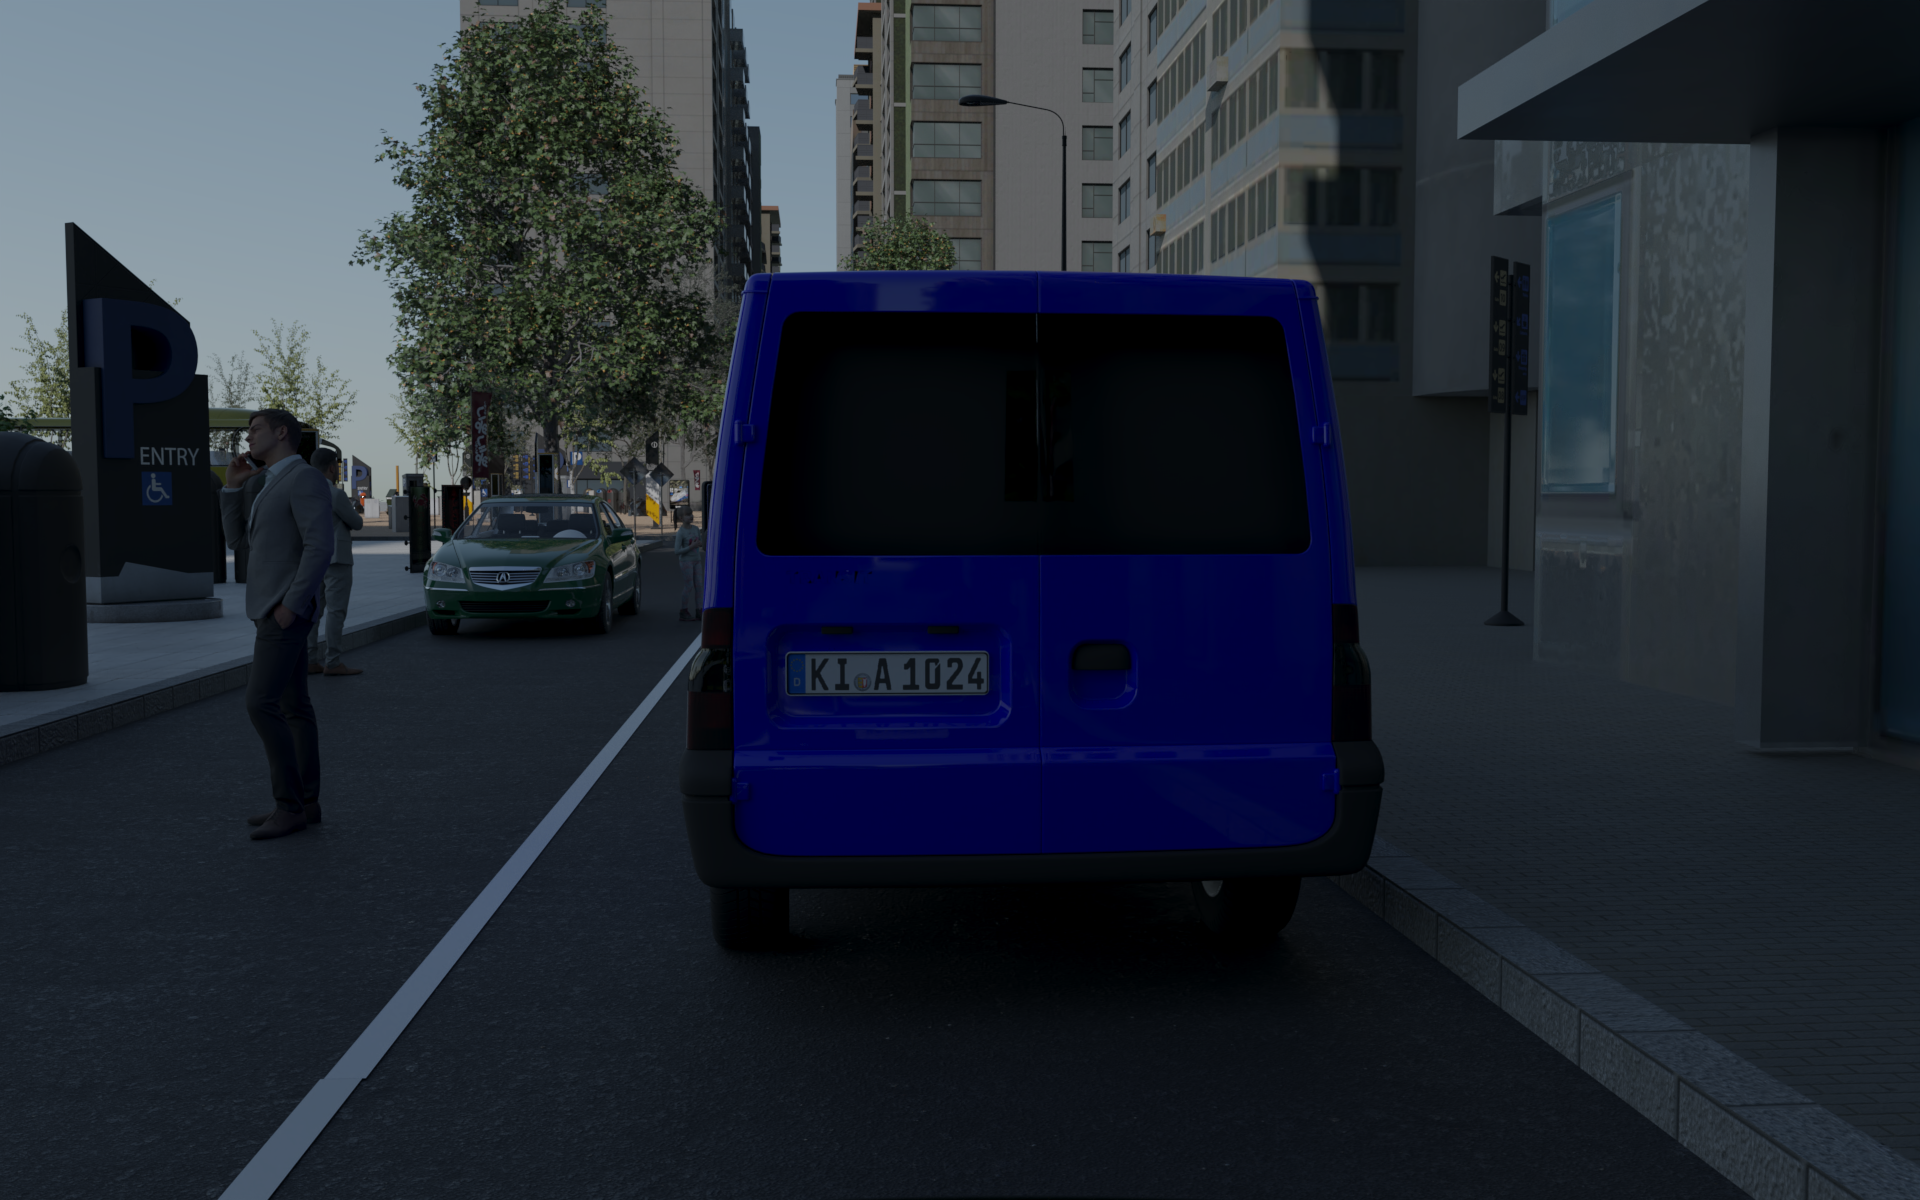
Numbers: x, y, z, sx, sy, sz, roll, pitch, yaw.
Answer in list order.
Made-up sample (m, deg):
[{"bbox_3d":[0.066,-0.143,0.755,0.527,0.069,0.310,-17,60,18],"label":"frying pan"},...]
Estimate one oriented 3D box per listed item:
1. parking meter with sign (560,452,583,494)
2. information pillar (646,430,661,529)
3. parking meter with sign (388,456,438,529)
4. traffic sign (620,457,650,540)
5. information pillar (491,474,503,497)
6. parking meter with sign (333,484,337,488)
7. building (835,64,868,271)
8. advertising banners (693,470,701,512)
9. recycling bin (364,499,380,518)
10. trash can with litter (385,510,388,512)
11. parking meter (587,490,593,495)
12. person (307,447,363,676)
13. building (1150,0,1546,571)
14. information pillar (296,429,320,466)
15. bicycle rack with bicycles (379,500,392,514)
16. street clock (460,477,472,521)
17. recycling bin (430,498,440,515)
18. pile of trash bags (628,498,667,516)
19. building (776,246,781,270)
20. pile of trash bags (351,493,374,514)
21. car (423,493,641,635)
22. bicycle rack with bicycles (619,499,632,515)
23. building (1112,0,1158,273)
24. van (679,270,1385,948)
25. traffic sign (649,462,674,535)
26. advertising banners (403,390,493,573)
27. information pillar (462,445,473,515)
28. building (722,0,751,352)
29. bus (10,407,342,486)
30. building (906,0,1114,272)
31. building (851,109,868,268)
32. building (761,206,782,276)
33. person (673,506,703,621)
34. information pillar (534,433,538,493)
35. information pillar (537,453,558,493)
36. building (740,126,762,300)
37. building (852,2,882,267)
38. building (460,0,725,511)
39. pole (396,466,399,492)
[{"bbox_3d":[-16.282,-4.619,71.775,0.543,3.016,1.738,-3,5,-40],"label":"parking meter with sign"},{"bbox_3d":[-11.147,-4.375,62.882,0.504,3.616,0.183,0,4,2],"label":"information pillar"},{"bbox_3d":[-20.284,-4.154,64.173,1.738,3.016,0.543,-3,4,-39],"label":"parking meter with sign"},{"bbox_3d":[-8.726,-2.620,46.486,0.795,2.450,0.064,0,4,-5],"label":"traffic sign"},{"bbox_3d":[-16.602,-3.524,62.115,0.304,2.012,0.304,1,4,9],"label":"information pillar"},{"bbox_3d":[-35.426,-6.199,97.606,0.543,3.016,1.738,1,4,11],"label":"parking meter with sign"},{"bbox_3d":[-6.962,-43.018,245.338,21.231,58.520,28.212,0,4,-5],"label":"building"},{"bbox_3d":[-18.286,-7.902,125.381,2.074,3.025,0.090,0,4,1],"label":"advertising banners"},{"bbox_3d":[-31.144,-4.842,91.717,0.722,1.027,0.722,-1,4,-22],"label":"recycling bin"},{"bbox_3d":[-38.897,-6.570,118.804,0.624,1.170,1.055,3,4,38],"label":"trash can with litter"},{"bbox_3d":[-24.943,-6.624,116.717,0.372,1.533,0.369,0,3,0],"label":"parking meter"},{"bbox_3d":[-4.979,-0.313,13.796,0.511,1.800,0.466,1,4,19],"label":"person"},{"bbox_3d":[17.373,-21.030,35.728,32.217,40.220,23.993,0,4,-5],"label":"building"},{"bbox_3d":[-7.394,-0.925,19.612,0.304,2.012,0.304,-1,4,-20],"label":"information pillar"},{"bbox_3d":[-33.422,-5.398,101.633,2.852,0.926,2.925,-1,4,-22],"label":"bicycle rack with bicycles"},{"bbox_3d":[-20.386,-4.097,71.549,0.471,2.002,0.358,-2,4,-27],"label":"street clock"},{"bbox_3d":[-31.896,-5.666,105.188,0.722,1.027,0.722,0,4,6],"label":"recycling bin"},{"bbox_3d":[-17.471,-5.545,100.412,3.447,1.369,1.912,-1,4,-19],"label":"pile of trash bags"},{"bbox_3d":[-35.720,-36.258,276.408,14.154,41.232,14.086,0,4,-5],"label":"building"},{"bbox_3d":[-39.168,-6.356,113.669,1.912,1.369,3.447,-1,4,-20],"label":"pile of trash bags"},{"bbox_3d":[-4.629,-0.455,19.229,2.131,1.459,4.920,0,4,-4],"label":"car"},{"bbox_3d":[-24.036,-6.793,124.448,2.925,0.926,2.852,-1,4,-12],"label":"bicycle rack with bicycles"},{"bbox_3d":[3.283,-41.202,111.904,20.563,71.187,20.611,0,4,-5],"label":"building"},{"bbox_3d":[-0.027,-0.172,7.193,2.240,2.365,5.245,0,4,-5],"label":"van"},{"bbox_3d":[-9.377,-3.107,54.445,0.795,2.450,0.064,0,4,-5],"label":"traffic sign"},{"bbox_3d":[-8.463,-1.994,28.794,0.090,3.025,2.074,2,4,27],"label":"advertising banners"},{"bbox_3d":[-23.304,-5.543,81.980,0.504,3.616,0.183,1,4,17],"label":"information pillar"},{"bbox_3d":[-31.171,-33.258,163.378,23.786,49.044,30.456,0,4,-5],"label":"building"},{"bbox_3d":[-24.310,-3.544,49.498,12.252,3.916,2.896,0,4,-4],"label":"bus"},{"bbox_3d":[4.303,-19.065,83.418,14.160,30.474,14.107,0,4,-5],"label":"building"},{"bbox_3d":[-5.405,-33.520,198.158,14.600,45.320,14.200,0,4,-5],"label":"building"},{"bbox_3d":[-37.329,-36.700,254.662,22.147,44.769,28.867,0,4,-5],"label":"building"},{"bbox_3d":[-3.023,-0.416,19.588,0.394,1.301,0.425,1,4,20],"label":"person"},{"bbox_3d":[-16.107,-4.561,65.923,0.183,3.616,0.504,0,4,-7],"label":"information pillar"},{"bbox_3d":[-7.358,-1.619,30.969,0.304,2.012,0.304,0,4,0],"label":"information pillar"},{"bbox_3d":[-28.565,-30.761,186.530,14.154,41.232,14.086,0,4,-5],"label":"building"},{"bbox_3d":[1.582,-30.661,155.926,22.147,44.769,28.867,0,4,-5],"label":"building"},{"bbox_3d":[-27.126,-42.756,137.312,20.563,71.187,20.611,0,4,-5],"label":"building"},{"bbox_3d":[-40.130,-7.937,123.607,0.158,3.312,0.155,0,3,0],"label":"pole"}]
